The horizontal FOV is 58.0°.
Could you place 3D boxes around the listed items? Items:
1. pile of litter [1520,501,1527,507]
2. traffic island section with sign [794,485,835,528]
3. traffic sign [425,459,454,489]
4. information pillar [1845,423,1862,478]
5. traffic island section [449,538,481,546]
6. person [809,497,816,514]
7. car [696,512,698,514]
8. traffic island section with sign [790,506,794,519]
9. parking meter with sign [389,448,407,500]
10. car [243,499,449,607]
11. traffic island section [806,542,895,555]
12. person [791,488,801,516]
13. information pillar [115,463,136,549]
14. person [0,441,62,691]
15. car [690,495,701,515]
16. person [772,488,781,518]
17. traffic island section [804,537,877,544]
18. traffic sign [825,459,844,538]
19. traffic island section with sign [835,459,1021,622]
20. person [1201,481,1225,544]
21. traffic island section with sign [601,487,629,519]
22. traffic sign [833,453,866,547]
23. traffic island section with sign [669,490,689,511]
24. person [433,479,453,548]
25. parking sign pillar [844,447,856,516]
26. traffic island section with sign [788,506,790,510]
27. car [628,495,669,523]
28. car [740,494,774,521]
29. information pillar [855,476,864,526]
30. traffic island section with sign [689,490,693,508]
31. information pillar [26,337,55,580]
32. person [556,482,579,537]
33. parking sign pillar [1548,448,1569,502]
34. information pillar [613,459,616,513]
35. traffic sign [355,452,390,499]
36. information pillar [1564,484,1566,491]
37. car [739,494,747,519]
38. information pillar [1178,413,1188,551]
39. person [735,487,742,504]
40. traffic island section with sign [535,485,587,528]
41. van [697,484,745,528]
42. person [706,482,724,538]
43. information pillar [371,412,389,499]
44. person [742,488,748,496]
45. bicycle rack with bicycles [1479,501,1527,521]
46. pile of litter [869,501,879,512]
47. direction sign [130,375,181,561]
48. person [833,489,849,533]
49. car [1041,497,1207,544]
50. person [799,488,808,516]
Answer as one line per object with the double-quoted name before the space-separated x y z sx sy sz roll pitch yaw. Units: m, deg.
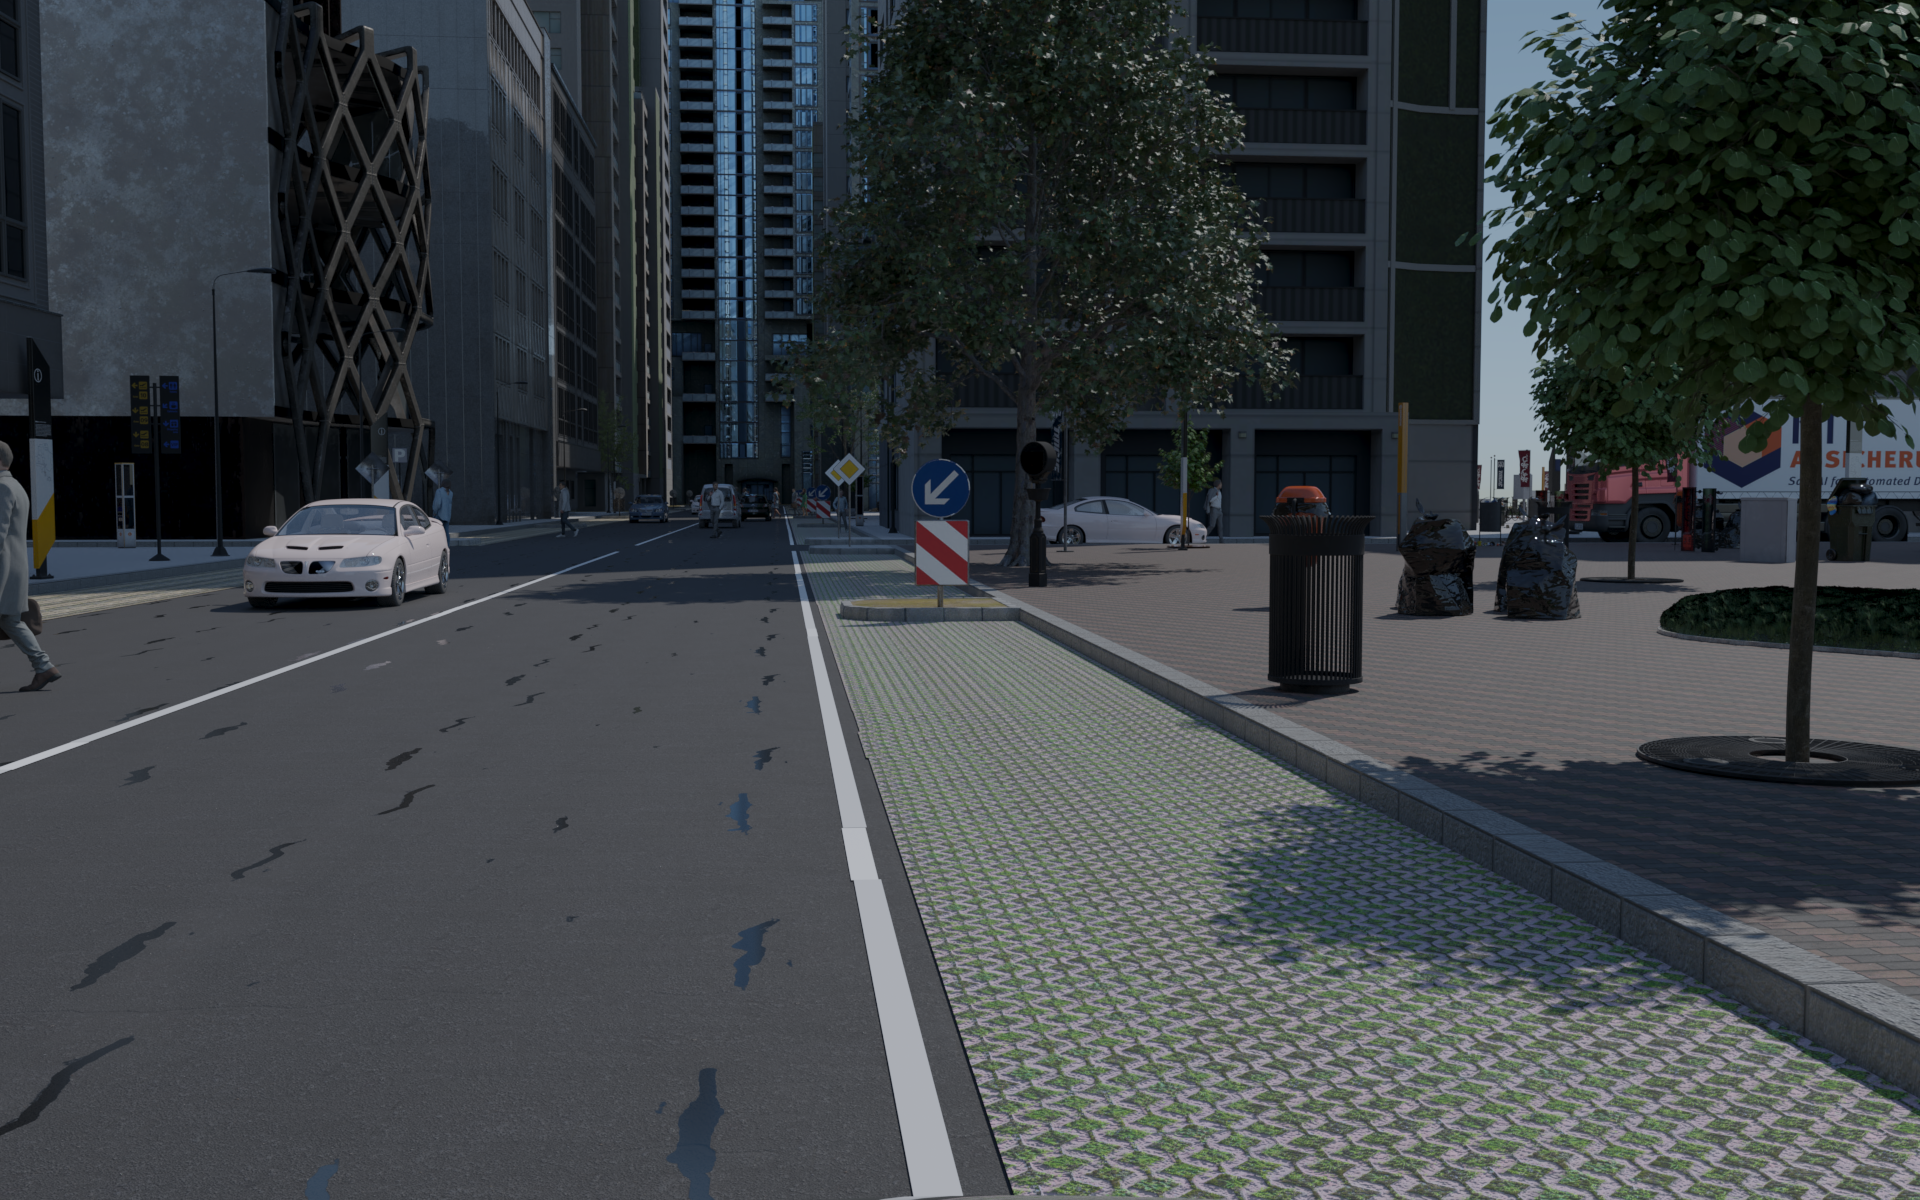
"pile of litter" 40.154 -6.755 124.408 1.176 0.858 1.719 2 4 29
"traffic island section with sign" -6.018 -4.034 74.577 1.989 1.847 2.006 0 4 -6
"traffic sign" -14.696 -2.768 48.896 0.795 2.450 0.064 0 4 -6
"information pillar" 18.095 -2.675 35.099 0.504 3.616 0.183 -2 4 -35
"traffic island section" -14.719 -1.631 48.955 2.009 0.180 2.903 0 4 -6
"person" -10.741 -7.091 125.902 0.593 1.643 0.415 -1 4 -13
"car" -18.701 -7.089 128.481 1.945 1.354 3.894 0 4 -5
"traffic island section with sign" -8.790 -5.674 101.389 1.989 1.847 2.006 0 4 -6
"parking meter with sign" -21.686 -4.298 66.527 0.543 3.016 1.738 -2 4 -30
"car" -8.204 -0.681 23.497 2.083 1.381 4.827 0 4 -5
"traffic island section" -2.665 -1.216 42.165 2.009 0.180 2.903 0 4 -6
"person" -10.844 -6.412 113.462 0.853 1.813 0.709 -3 5 -41
"information pillar" -19.717 -2.228 40.924 0.304 2.012 0.304 2 4 33
"person" -6.910 -0.233 12.416 0.767 1.812 0.694 -1 4 -18
"car" -17.923 -6.691 121.764 2.083 1.381 4.827 0 4 -8
"person" -10.840 -5.739 102.423 0.778 1.811 0.616 2 4 35
"traffic island section" -3.486 -1.702 50.108 2.009 0.180 2.903 0 4 -6
"traffic sign" -3.509 -2.837 50.028 0.795 2.450 0.064 0 4 -6
"traffic island section with sign" -0.397 -0.712 20.265 1.989 1.847 2.006 0 4 -6
"person" 6.973 -2.379 47.502 0.850 1.850 0.679 2 4 32
"traffic island section with sign" -19.720 -5.620 100.510 1.989 1.847 2.006 0 4 -6
"traffic sign" -2.688 -2.351 42.085 0.795 2.450 0.064 0 4 -6
"traffic island section with sign" -24.937 -8.705 150.960 1.989 1.847 2.006 0 4 -6
"person" -12.108 -1.947 40.603 0.793 1.790 0.793 -1 4 -10
"parking sign pillar" -6.378 -6.826 100.070 1.447 3.967 1.447 -1 4 -15
"traffic island section with sign" -14.002 -8.756 151.785 1.989 1.847 2.006 0 4 -6
"car" -15.615 -4.588 87.010 2.014 1.417 4.499 0 4 -6
"car" -10.929 -5.040 92.192 2.009 1.686 4.222 0 4 -4
"information pillar" -4.006 -3.950 69.080 0.304 2.012 0.304 -1 4 -9
"traffic island section with sign" -27.761 -10.372 178.211 1.989 1.847 2.006 0 4 -6
"information pillar" -13.864 -2.127 26.127 0.183 3.616 0.504 0 4 1
"person" -13.032 -3.004 57.468 0.795 1.843 0.661 0 4 -3
"parking sign pillar" 32.897 -6.571 95.907 1.447 3.967 1.447 1 4 9
"information pillar" -23.085 -7.609 115.762 0.183 3.616 0.504 0 4 -6
"traffic sign" -13.875 -2.282 40.953 0.795 2.450 0.064 0 4 -6
"information pillar" 42.468 -7.140 121.224 0.304 2.012 0.304 1 4 8
"car" -13.062 -5.472 99.252 2.009 1.686 4.222 0 4 -7
"information pillar" 5.080 -2.933 39.309 0.183 3.616 0.504 0 4 1
"person" -11.457 -4.901 88.808 0.661 1.801 0.590 1 4 22
"traffic island section with sign" -16.949 -3.980 73.697 1.989 1.847 2.006 0 4 -6
"van" -10.230 -4.091 73.893 2.013 2.044 4.112 0 4 -5
"person" -8.003 -2.933 56.556 0.679 1.850 0.850 2 4 23
"information pillar" -16.548 -3.555 49.471 0.504 3.616 0.183 0 4 4
"person" -13.151 -5.920 105.481 0.721 1.800 0.419 2 4 33
"bicycle rack with bicycles" 26.850 -4.314 83.914 2.852 0.926 2.925 -1 4 -14
"pile of litter" -5.983 -6.721 123.850 1.176 0.858 1.719 1 4 14
"direction sign" -15.381 -2.518 33.173 0.876 3.537 0.379 -1 4 -9
"person" -4.382 -3.270 63.778 0.589 1.601 0.330 0 4 -7
"car" 4.075 -2.023 45.439 4.827 1.381 2.083 0 4 -6
"person" -9.956 -6.253 110.986 0.529 1.795 0.600 -3 4 -36
